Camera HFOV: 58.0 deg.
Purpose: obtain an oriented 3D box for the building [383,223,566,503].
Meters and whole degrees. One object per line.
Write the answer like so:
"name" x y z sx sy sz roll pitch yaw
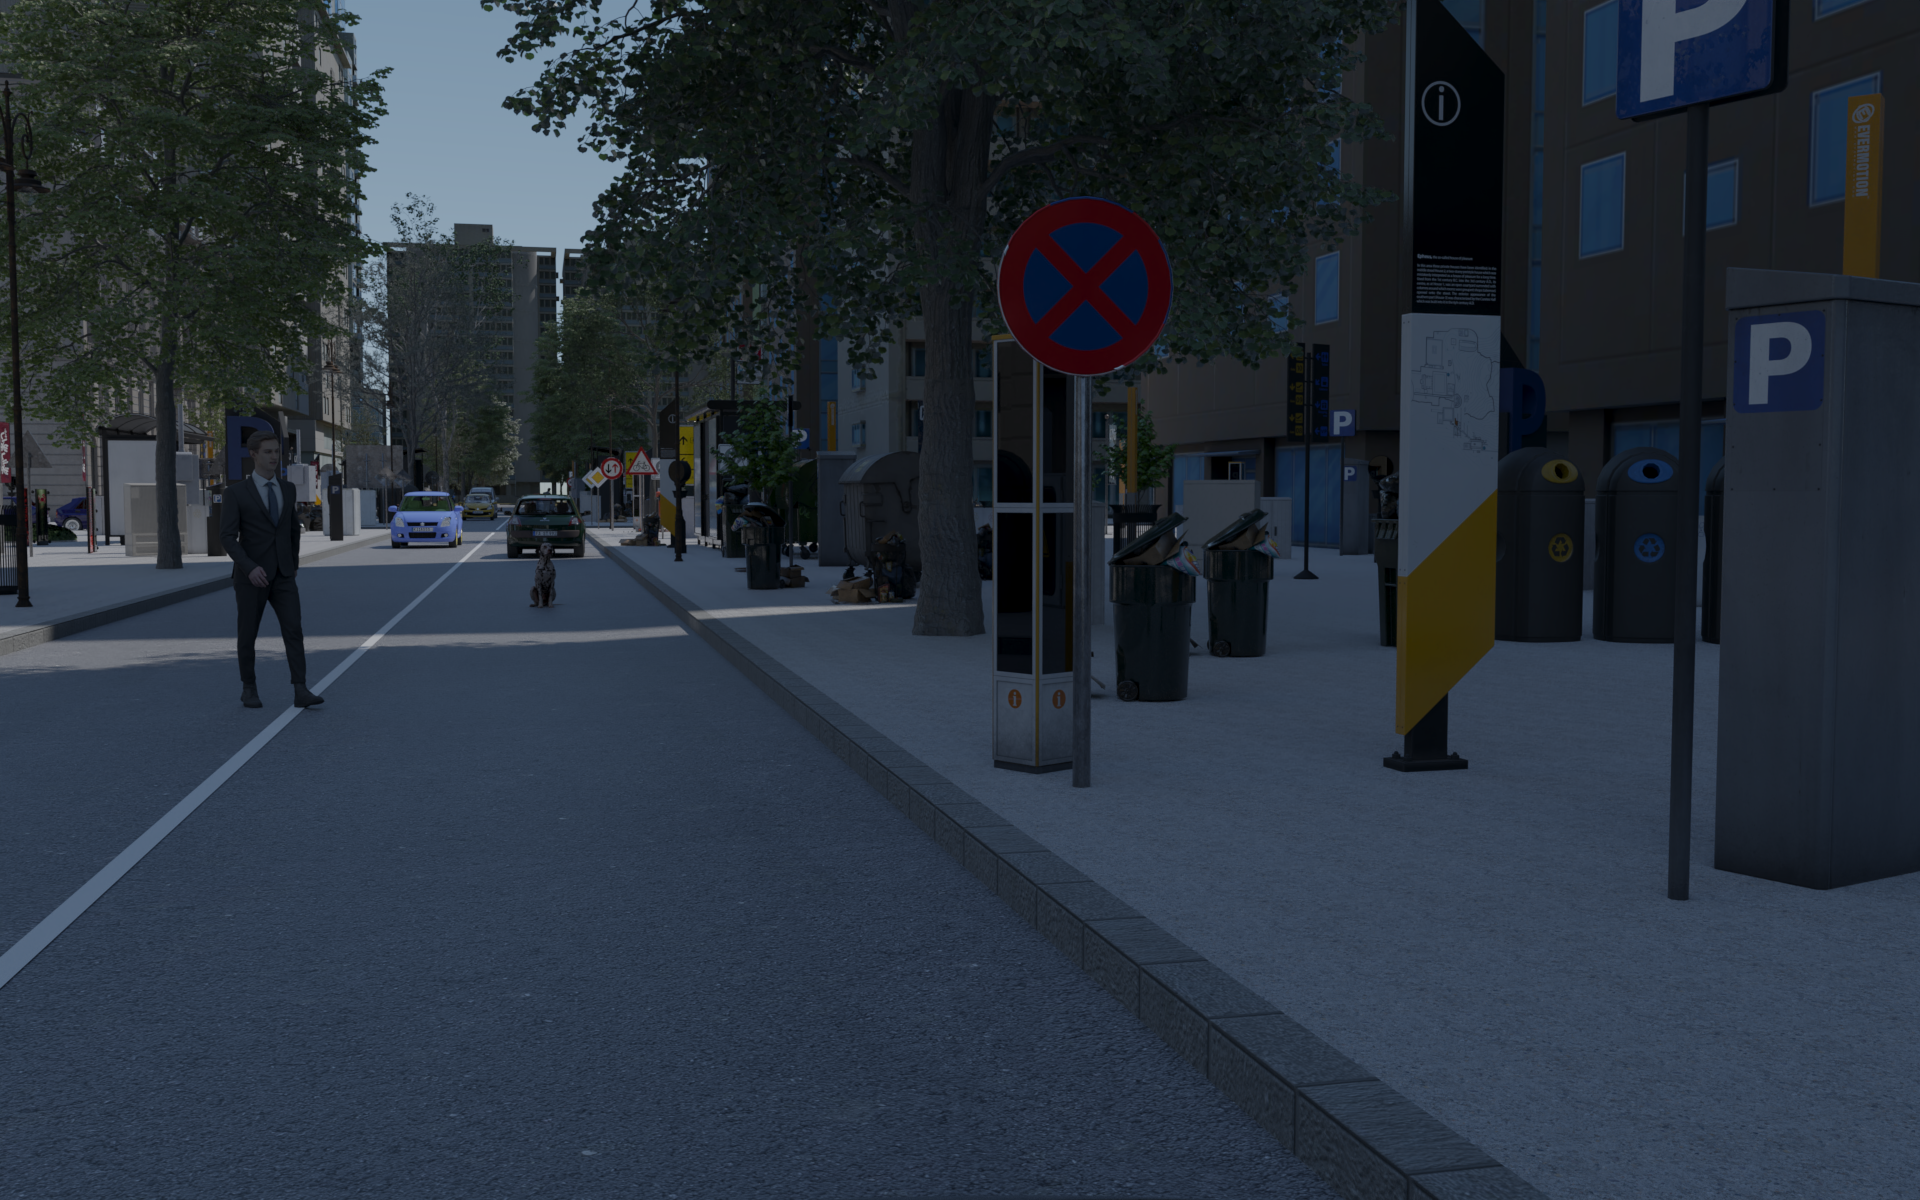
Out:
"building" -70.445 -34.245 251.779 23.993 40.220 32.217 -1 4 -14

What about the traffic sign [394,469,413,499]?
"traffic sign" -22.339 -4.027 69.487 0.795 2.450 0.064 -1 4 -14

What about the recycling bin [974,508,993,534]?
"recycling bin" 0.438 -1.181 31.856 0.722 1.027 0.722 0 4 3

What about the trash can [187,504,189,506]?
"trash can" -40.443 -4.797 90.081 0.748 1.137 0.748 0 3 0

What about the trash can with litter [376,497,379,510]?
"trash can with litter" -34.797 -5.575 102.208 2.233 1.210 1.678 0 4 -6

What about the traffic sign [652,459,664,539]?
"traffic sign" -8.460 -2.881 49.230 0.606 2.300 0.079 -1 4 -12

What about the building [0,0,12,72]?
"building" -71.673 -34.183 148.132 28.713 52.752 27.495 -1 4 -14

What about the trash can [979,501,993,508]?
"trash can" 0.769 -1.527 36.618 0.748 1.137 0.748 0 3 0

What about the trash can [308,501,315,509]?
"trash can" -42.330 -6.217 113.309 0.748 1.137 0.748 0 3 0

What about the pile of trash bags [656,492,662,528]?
"pile of trash bags" -9.123 -3.150 61.248 3.447 1.369 1.912 0 4 -8

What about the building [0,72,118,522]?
"building" -48.544 -15.115 88.929 13.314 21.916 24.055 -1 4 -14

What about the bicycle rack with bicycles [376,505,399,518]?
"bicycle rack with bicycles" -27.932 -4.420 85.649 2.925 0.926 2.852 -3 5 -40

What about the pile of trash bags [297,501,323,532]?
"pile of trash bags" -22.513 -3.071 59.963 1.912 1.369 3.447 1 4 23

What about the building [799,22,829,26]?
"building" -13.841 -31.097 158.544 14.600 45.320 14.200 -1 4 -14

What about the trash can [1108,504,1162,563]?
"trash can" 2.419 -0.752 23.950 0.748 1.137 0.748 0 3 0

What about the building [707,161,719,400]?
"building" -17.489 -31.937 172.279 14.600 45.320 14.200 -1 4 -14

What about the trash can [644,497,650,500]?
"trash can" -13.825 -3.974 76.630 0.748 1.137 0.748 0 3 0

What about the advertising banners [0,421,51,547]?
"advertising banners" -22.986 -2.834 42.516 0.090 3.025 2.074 0 4 3

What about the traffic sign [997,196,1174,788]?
"traffic sign" 0.534 -0.454 7.522 0.768 2.556 0.104 0 4 -6

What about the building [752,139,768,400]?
"building" -9.872 -27.857 139.048 14.154 41.232 14.086 -1 4 -14

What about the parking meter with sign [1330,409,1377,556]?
"parking meter with sign" 8.362 -2.465 36.564 0.543 3.016 1.738 2 4 33

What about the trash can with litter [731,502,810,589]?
"trash can with litter" -2.561 -0.746 23.580 0.624 1.170 1.055 2 4 33

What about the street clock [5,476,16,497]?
"street clock" -37.874 -3.953 69.203 0.358 2.002 0.471 1 4 22

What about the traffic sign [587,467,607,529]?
"traffic sign" -13.256 -3.658 63.456 0.795 2.450 0.064 -1 4 -14

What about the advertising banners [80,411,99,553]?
"advertising banners" -18.884 -2.529 37.541 0.090 3.025 2.074 -1 4 -20

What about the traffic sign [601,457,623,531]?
"traffic sign" -12.097 -3.678 60.245 0.768 2.556 0.104 0 4 -7

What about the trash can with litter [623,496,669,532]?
"trash can with litter" -10.080 -2.893 58.359 2.233 1.210 1.678 1 4 14

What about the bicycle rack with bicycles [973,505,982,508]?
"bicycle rack with bicycles" 2.232 -4.403 85.378 2.852 0.926 2.925 -1 4 -14

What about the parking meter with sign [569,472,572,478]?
"parking meter with sign" -29.475 -8.450 134.412 0.543 3.016 1.738 2 4 35

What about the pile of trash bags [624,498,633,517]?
"pile of trash bags" -19.005 -5.368 97.511 3.447 1.369 1.912 3 4 38

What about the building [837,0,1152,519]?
"building" 4.128 -29.004 97.923 21.600 48.544 21.300 -1 4 -14

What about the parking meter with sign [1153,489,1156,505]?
"parking meter with sign" 6.967 -3.880 59.700 0.543 3.016 1.738 2 4 23

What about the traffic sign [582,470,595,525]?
"traffic sign" -15.151 -4.133 71.214 0.795 2.450 0.064 -1 4 -14

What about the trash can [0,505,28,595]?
"trash can" -12.311 -0.640 22.123 0.748 1.137 0.748 0 3 0

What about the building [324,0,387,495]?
"building" -96.036 -56.593 237.972 31.000 86.520 22.319 -1 4 -14

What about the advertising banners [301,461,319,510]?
"advertising banners" -34.525 -5.794 90.914 0.090 3.025 2.074 3 4 38

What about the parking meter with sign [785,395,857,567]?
"parking meter with sign" -2.172 -2.107 30.711 1.738 3.016 0.543 0 4 -7

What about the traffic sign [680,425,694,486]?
"traffic sign" -7.276 -3.501 51.109 2.265 3.308 0.079 0 4 -7

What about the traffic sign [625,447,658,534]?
"traffic sign" -8.724 -2.905 47.505 0.884 2.594 0.081 0 4 -4

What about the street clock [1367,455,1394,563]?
"street clock" 7.829 -1.695 32.282 0.471 2.002 0.358 1 4 11

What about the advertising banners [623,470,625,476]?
"advertising banners" -24.581 -7.883 125.075 0.090 3.025 2.074 -3 4 -36

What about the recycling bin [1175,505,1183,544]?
"recycling bin" 5.324 -1.666 39.800 0.722 1.027 0.722 0 4 5

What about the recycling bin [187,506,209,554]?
"recycling bin" -16.450 -1.517 37.351 0.722 1.027 0.722 3 5 39

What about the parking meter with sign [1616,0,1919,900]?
"parking meter with sign" 2.982 -0.586 5.834 1.738 3.016 0.543 -2 4 -32

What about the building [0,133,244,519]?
"building" -54.582 -16.537 112.174 13.314 21.916 24.055 -1 4 -14

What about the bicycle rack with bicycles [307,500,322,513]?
"bicycle rack with bicycles" -49.326 -7.308 132.867 2.852 0.926 2.925 0 4 -6

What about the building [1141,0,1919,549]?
"building" 13.778 -24.169 45.268 14.600 45.320 14.200 -1 4 -14

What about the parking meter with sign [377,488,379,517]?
"parking meter with sign" -32.917 -6.056 95.274 1.738 3.016 0.543 -1 4 -15

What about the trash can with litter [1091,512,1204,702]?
"trash can with litter" 0.960 0.035 10.810 1.055 1.170 0.624 0 4 6

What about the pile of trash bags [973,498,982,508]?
"pile of trash bags" 1.715 -3.252 62.918 3.447 1.369 1.912 2 4 27

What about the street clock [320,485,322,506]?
"street clock" -51.131 -8.187 138.420 0.358 2.002 0.471 1 4 13

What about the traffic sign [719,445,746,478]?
"traffic sign" -4.658 -2.052 35.675 0.606 2.300 0.079 0 4 -4

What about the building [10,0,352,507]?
"building" -79.272 -36.230 181.599 27.495 52.752 28.713 -1 4 -14

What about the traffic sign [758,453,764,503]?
"traffic sign" -3.619 -1.947 31.939 0.768 2.556 0.104 0 4 -5

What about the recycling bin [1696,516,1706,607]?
"recycling bin" 8.309 -0.457 20.033 0.722 1.027 0.722 1 4 10

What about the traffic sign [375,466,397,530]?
"traffic sign" -20.445 -3.553 61.729 0.795 2.450 0.064 -1 4 -14

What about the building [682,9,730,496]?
"building" -19.455 -53.889 193.762 22.319 86.520 31.000 -1 4 -14

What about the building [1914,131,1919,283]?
"building" 18.420 -22.843 23.590 14.600 45.320 14.200 -1 4 -14

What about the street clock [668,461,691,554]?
"street clock" -6.038 -2.006 37.371 0.471 2.002 0.358 2 4 33

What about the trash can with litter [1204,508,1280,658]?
"trash can with litter" 1.964 -0.141 13.696 1.055 1.170 0.624 0 4 1
